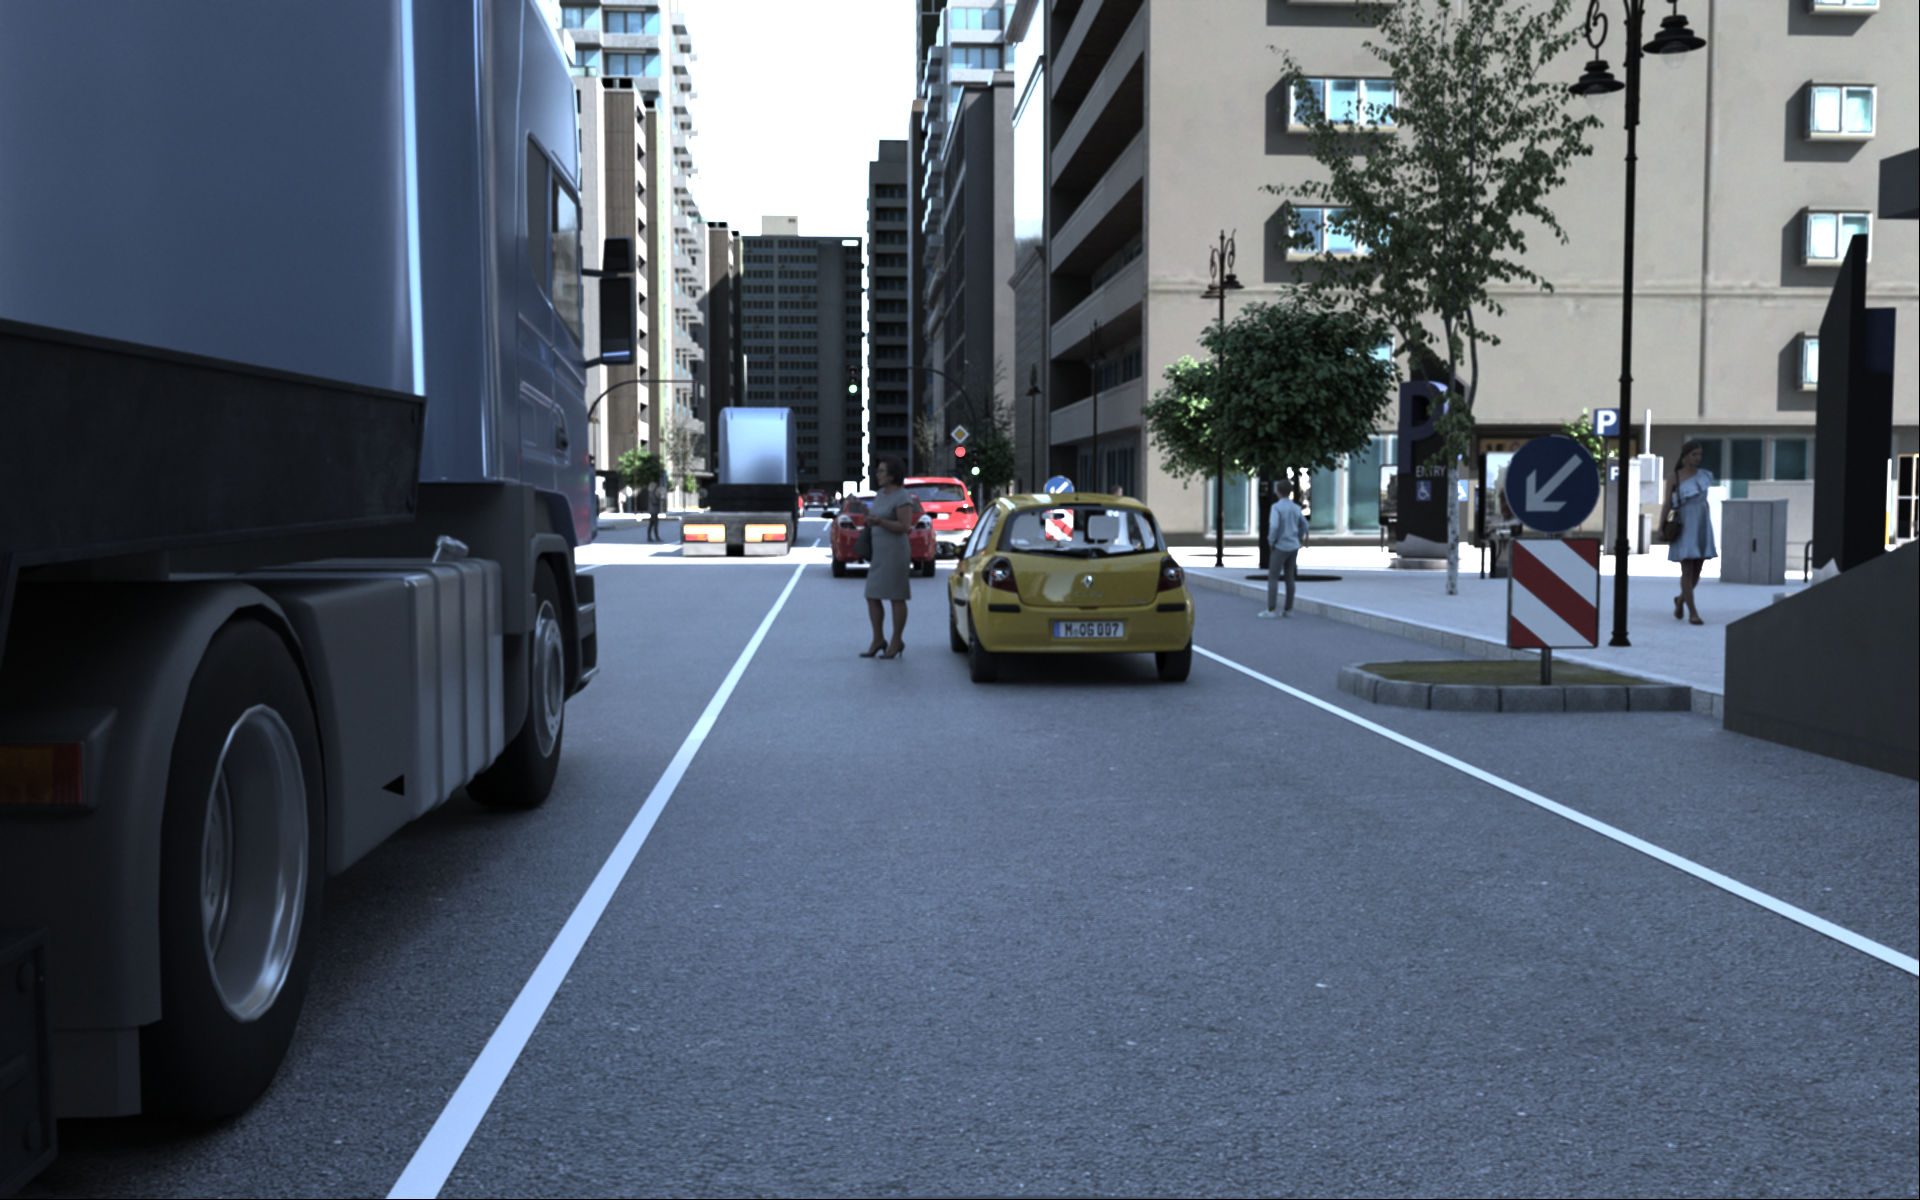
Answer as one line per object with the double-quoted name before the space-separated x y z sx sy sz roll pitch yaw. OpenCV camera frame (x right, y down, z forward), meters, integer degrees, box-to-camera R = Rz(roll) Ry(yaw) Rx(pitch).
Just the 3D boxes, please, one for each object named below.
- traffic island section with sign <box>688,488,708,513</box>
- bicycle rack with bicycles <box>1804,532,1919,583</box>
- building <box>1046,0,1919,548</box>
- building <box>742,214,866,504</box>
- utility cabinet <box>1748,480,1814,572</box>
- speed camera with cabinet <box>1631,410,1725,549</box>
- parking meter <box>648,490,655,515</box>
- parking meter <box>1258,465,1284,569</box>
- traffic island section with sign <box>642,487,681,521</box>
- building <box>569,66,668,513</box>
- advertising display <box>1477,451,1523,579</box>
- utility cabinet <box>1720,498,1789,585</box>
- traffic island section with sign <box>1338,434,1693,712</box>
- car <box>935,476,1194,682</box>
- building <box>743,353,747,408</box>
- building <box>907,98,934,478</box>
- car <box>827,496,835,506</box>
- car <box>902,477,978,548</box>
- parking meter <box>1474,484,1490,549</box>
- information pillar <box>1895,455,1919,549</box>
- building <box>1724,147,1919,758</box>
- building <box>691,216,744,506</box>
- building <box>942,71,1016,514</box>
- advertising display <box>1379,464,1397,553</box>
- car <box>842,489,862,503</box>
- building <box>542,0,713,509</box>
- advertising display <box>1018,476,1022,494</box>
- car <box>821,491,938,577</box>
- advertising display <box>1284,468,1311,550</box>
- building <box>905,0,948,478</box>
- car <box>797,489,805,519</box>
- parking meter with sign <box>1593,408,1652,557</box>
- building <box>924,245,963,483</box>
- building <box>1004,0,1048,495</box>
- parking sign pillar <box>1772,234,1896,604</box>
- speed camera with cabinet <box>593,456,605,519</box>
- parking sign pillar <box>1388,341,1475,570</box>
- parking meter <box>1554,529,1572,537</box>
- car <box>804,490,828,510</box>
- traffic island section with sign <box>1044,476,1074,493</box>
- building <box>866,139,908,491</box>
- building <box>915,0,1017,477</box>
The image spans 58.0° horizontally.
"traffic island section with sign" -17.985 -6.906 121.534 1.989 1.847 2.006 0 4 -4
"bicycle rack with bicycles" 13.283 -0.703 24.872 2.925 0.926 2.852 -2 4 -32
"building" 14.408 -26.139 51.070 21.300 48.544 21.600 0 4 -4
"building" -25.253 -33.727 243.318 23.993 40.220 32.217 0 4 -4
"utility cabinet" 13.650 -1.218 28.587 0.318 1.500 1.173 -3 5 -44
"speed camera with cabinet" 16.869 -2.836 40.712 2.038 3.252 0.660 2 4 25
"parking meter" -19.172 -6.234 107.632 0.399 1.863 0.255 -1 4 -13
"parking meter" 5.312 -1.459 29.564 0.399 1.863 0.255 -2 4 -34
"traffic island section with sign" -16.197 -5.227 94.084 1.989 1.847 2.006 0 4 -4
"building" -28.287 -21.330 120.448 14.160 30.474 14.107 0 4 -4
"advertising display" 8.231 -1.294 26.365 0.974 1.923 0.123 -3 4 -37
"utility cabinet" 11.350 -0.834 24.802 0.306 1.237 1.020 -1 4 -16
"traffic island section with sign" 3.797 -0.226 12.329 1.989 1.847 2.006 0 4 -4
"car" 0.824 -0.271 14.657 2.015 1.641 3.980 0 4 -4
"building" -40.434 -21.984 204.479 28.899 21.520 27.650 0 4 -4
"building" 1.325 -33.219 193.248 14.600 45.320 14.200 0 4 -4
"car" -15.580 -11.593 201.911 2.083 1.381 4.827 0 4 -3
"car" -0.788 -1.885 39.494 2.281 1.827 5.304 0 4 -6
"parking meter" 12.329 -1.985 40.872 0.372 1.533 0.369 0 3 0
"information pillar" 17.722 -1.706 32.384 0.304 2.012 0.304 -3 5 -41
"building" 21.178 -19.057 3.461 32.217 40.220 23.993 0 4 -4
"building" -30.120 -25.060 181.430 14.160 30.474 14.107 0 4 -4
"building" 6.596 -19.256 108.335 14.314 27.812 24.014 0 4 -4
"advertising display" 9.446 -1.979 37.563 0.123 1.923 0.974 -2 4 -26
"car" -4.983 -4.752 87.278 1.945 1.707 3.694 0 4 -4
"building" -35.339 -32.944 158.236 23.786 49.044 30.456 0 4 -4
"advertising display" 2.127 -3.430 61.288 0.123 1.923 0.974 0 4 2
"car" -1.438 -1.369 31.417 2.155 1.783 4.494 0 4 -5
"advertising display" 7.776 -2.127 39.990 0.974 1.923 0.123 -3 5 -44
"building" 2.995 -47.212 210.172 20.563 71.187 20.611 0 4 -4
"car" -10.296 -5.718 102.158 2.281 1.827 5.304 0 4 -3
"parking meter with sign" 13.816 -2.431 36.005 1.738 3.016 0.543 -3 5 -43
"building" 4.377 -17.840 133.490 13.314 21.916 24.055 0 4 -4
"building" 14.964 -17.020 75.547 25.104 27.353 12.463 0 4 -4
"parking sign pillar" 9.593 -1.845 18.641 1.447 3.967 1.447 1 4 13
"speed camera with cabinet" -18.950 -5.844 89.892 0.660 3.252 2.038 0 4 2
"parking sign pillar" 8.105 -2.521 29.684 1.447 3.967 1.447 -2 4 -29
"parking meter" 10.826 -1.393 31.182 0.372 1.533 0.369 0 3 0
"car" -12.905 -8.952 155.030 2.281 1.827 5.304 0 4 -5
"traffic island section with sign" 2.043 -1.871 39.227 1.989 1.847 2.006 0 4 -4
"building" -2.195 -37.682 239.807 21.600 48.544 21.300 0 4 -4
"building" 7.764 -33.729 171.075 23.786 49.044 30.456 0 4 -4
